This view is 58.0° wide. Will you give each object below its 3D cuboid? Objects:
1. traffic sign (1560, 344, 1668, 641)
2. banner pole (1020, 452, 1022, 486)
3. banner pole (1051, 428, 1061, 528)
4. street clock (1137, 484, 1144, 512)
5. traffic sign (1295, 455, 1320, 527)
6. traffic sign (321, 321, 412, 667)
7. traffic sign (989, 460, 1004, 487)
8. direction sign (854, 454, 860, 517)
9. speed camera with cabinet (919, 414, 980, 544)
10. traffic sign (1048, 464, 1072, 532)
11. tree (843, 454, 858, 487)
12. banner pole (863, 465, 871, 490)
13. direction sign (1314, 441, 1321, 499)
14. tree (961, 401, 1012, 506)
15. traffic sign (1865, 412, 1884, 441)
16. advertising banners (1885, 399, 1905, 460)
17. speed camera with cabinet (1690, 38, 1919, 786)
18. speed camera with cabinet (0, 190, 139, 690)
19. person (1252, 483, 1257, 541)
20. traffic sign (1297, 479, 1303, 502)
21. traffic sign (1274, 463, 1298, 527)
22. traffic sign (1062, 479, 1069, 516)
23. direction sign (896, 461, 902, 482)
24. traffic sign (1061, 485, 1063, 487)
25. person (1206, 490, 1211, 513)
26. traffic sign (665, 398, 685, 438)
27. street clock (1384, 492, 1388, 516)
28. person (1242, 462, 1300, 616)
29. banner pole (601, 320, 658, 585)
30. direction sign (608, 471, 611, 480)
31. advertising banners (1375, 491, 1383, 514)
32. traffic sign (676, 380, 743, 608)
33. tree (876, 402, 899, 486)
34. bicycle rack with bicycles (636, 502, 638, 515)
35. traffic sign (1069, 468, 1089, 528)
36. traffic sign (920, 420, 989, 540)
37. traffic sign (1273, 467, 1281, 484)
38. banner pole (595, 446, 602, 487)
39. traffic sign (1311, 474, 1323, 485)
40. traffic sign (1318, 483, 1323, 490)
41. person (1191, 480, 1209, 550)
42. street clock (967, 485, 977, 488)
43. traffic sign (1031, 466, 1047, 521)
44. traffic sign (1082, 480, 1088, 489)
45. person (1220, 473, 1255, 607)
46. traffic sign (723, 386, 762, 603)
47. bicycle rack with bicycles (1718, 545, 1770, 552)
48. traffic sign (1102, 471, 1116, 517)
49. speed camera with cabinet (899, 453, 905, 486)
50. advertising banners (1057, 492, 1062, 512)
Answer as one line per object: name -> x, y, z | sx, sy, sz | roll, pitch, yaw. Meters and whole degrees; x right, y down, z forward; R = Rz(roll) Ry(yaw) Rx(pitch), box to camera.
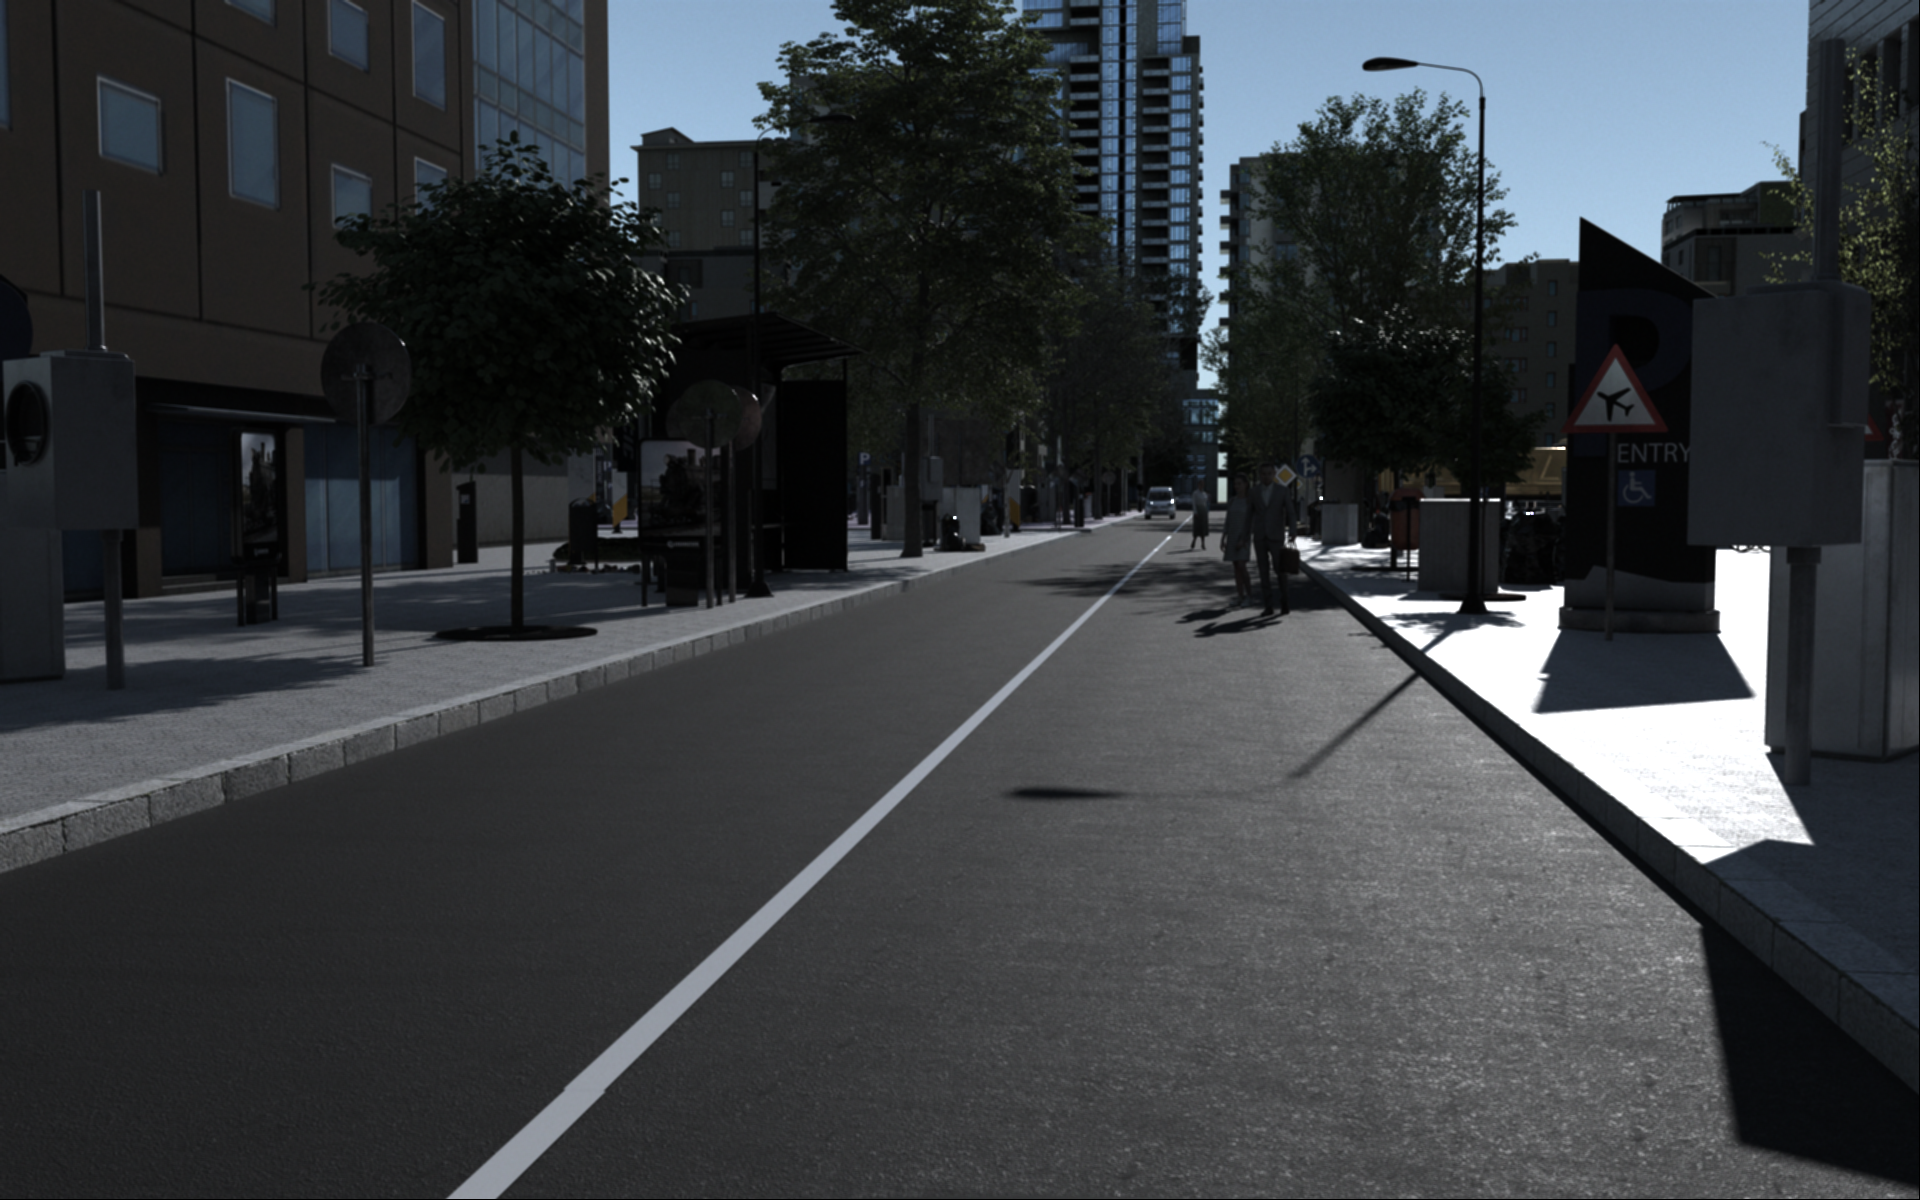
traffic sign -> 5.685, -0.923, 15.101 | 0.884, 2.594, 0.081 | 1, 4, 13
banner pole -> 3.509, -6.926, 103.258 | 0.401, 3.779, 0.863 | -2, 4, -29
banner pole -> 3.697, -4.609, 65.380 | 0.401, 3.779, 0.863 | -1, 4, -13
street clock -> 12.672, -7.164, 121.703 | 0.358, 2.002, 0.471 | -3, 4, -38
traffic sign -> 11.213, -3.415, 55.937 | 0.768, 2.556, 0.104 | 1, 4, 12
traffic sign -> -4.403, -0.777, 12.818 | 0.768, 2.556, 0.104 | 1, 4, 16
traffic sign -> 1.191, -3.511, 58.598 | 0.795, 2.450, 0.064 | 1, 4, 15
direction sign -> -5.709, -6.385, 96.399 | 0.379, 3.537, 0.876 | -1, 4, -22
speed camera with cabinet -> -0.372, -3.019, 43.700 | 0.660, 3.252, 2.038 | 3, 5, 44
traffic sign -> 3.336, -3.317, 57.867 | 0.795, 2.450, 0.064 | 1, 4, 8
tree -> -9.604, -11.581, 139.716 | 4.360, 8.622, 3.978 | 0, 3, 0
banner pole -> -7.149, -8.693, 132.151 | 0.863, 3.779, 0.401 | -1, 4, -18
direction sign -> 15.199, -4.998, 73.722 | 0.379, 3.537, 0.876 | 2, 4, 29
tree -> 2.022, -10.893, 128.459 | 4.737, 8.622, 4.395 | 0, 3, 0
traffic sign -> 8.844, -1.072, 17.536 | 0.884, 2.594, 0.081 | 1, 4, 16
advertising banners -> 17.384, -2.147, 31.283 | 0.090, 3.025, 2.074 | -1, 4, -9
speed camera with cabinet -> 4.148, -0.853, 8.279 | 0.660, 3.252, 2.038 | 3, 5, 44
speed camera with cabinet -> -6.321, -1.059, 11.654 | 2.038, 3.252, 0.660 | 3, 4, 37
person -> 9.039, -2.692, 52.850 | 0.599, 1.781, 0.374 | -2, 4, -30
traffic sign -> 25.496, -7.926, 130.767 | 0.795, 2.450, 0.064 | 1, 4, 9
traffic sign -> 10.649, -3.250, 56.775 | 0.795, 2.450, 0.064 | 1, 4, 8
traffic sign -> 6.129, -6.307, 103.223 | 0.768, 2.556, 0.104 | 1, 4, 12
direction sign -> -3.917, -7.725, 118.302 | 0.876, 3.537, 0.379 | 0, 4, -7
traffic sign -> 5.579, -5.805, 97.040 | 0.606, 2.300, 0.079 | 1, 4, 10
person -> 18.509, -7.335, 129.269 | 0.563, 1.720, 0.643 | 3, 5, 43
traffic sign -> -3.381, -1.340, 22.022 | 0.768, 2.556, 0.104 | 1, 4, 9
street clock -> 24.870, -5.894, 100.944 | 0.358, 2.002, 0.471 | 0, 4, -2
person -> 3.674, -0.725, 20.468 | 0.709, 1.813, 0.853 | 1, 4, 19
banner pole -> -4.566, -2.103, 24.401 | 0.401, 3.779, 0.863 | 2, 4, 30
direction sign -> -25.635, -8.245, 126.804 | 0.379, 3.537, 0.876 | -1, 4, -23
advertising banners -> 23.339, -6.155, 96.825 | 2.074, 3.025, 0.090 | -3, 5, -44
traffic sign -> -2.810, -1.179, 19.380 | 0.768, 2.556, 0.104 | 1, 4, 9
tree -> -4.234, -10.644, 124.397 | 4.360, 8.622, 3.978 | 0, 3, 0
bicycle rack with bicycles -> -17.597, -5.291, 99.893 | 2.925, 0.926, 2.852 | 3, 5, 45
traffic sign -> 4.499, -3.800, 65.768 | 0.795, 2.450, 0.064 | 1, 4, 8
traffic sign -> -0.326, -3.290, 47.670 | 2.265, 3.308, 0.079 | 1, 4, 14
traffic sign -> 11.812, -3.733, 64.675 | 0.795, 2.450, 0.064 | 1, 4, 8
banner pole -> -16.175, -5.407, 78.429 | 0.863, 3.779, 0.401 | 1, 4, 18
traffic sign -> 20.793, -6.161, 100.832 | 0.768, 2.556, 0.104 | 1, 4, 9
traffic sign -> 22.103, -6.460, 106.812 | 0.795, 2.450, 0.064 | 1, 4, 14
person -> 6.156, -2.198, 44.658 | 0.478, 1.798, 0.641 | -1, 4, -16
street clock -> 0.601, -5.045, 87.060 | 0.471, 2.002, 0.358 | 3, 4, 37
traffic sign -> 3.607, -4.842, 79.279 | 0.768, 2.556, 0.104 | 1, 4, 15
traffic sign -> 6.651, -5.617, 93.967 | 0.606, 2.300, 0.079 | 1, 4, 15
person -> 3.596, -0.775, 22.174 | 0.512, 1.701, 0.522 | 3, 5, 44
traffic sign -> -2.699, -1.243, 20.432 | 0.768, 2.556, 0.104 | 1, 4, 16
bicycle rack with bicycles -> 18.015, -1.543, 38.606 | 2.852, 0.926, 2.925 | -3, 5, -44
traffic sign -> 8.259, -5.876, 96.171 | 0.768, 2.556, 0.104 | 1, 4, 13
speed camera with cabinet -> -2.381, -5.372, 82.172 | 0.660, 3.252, 2.038 | -1, 4, -14
advertising banners -> 7.033, -7.655, 121.345 | 0.090, 3.025, 2.074 | 2, 4, 24
